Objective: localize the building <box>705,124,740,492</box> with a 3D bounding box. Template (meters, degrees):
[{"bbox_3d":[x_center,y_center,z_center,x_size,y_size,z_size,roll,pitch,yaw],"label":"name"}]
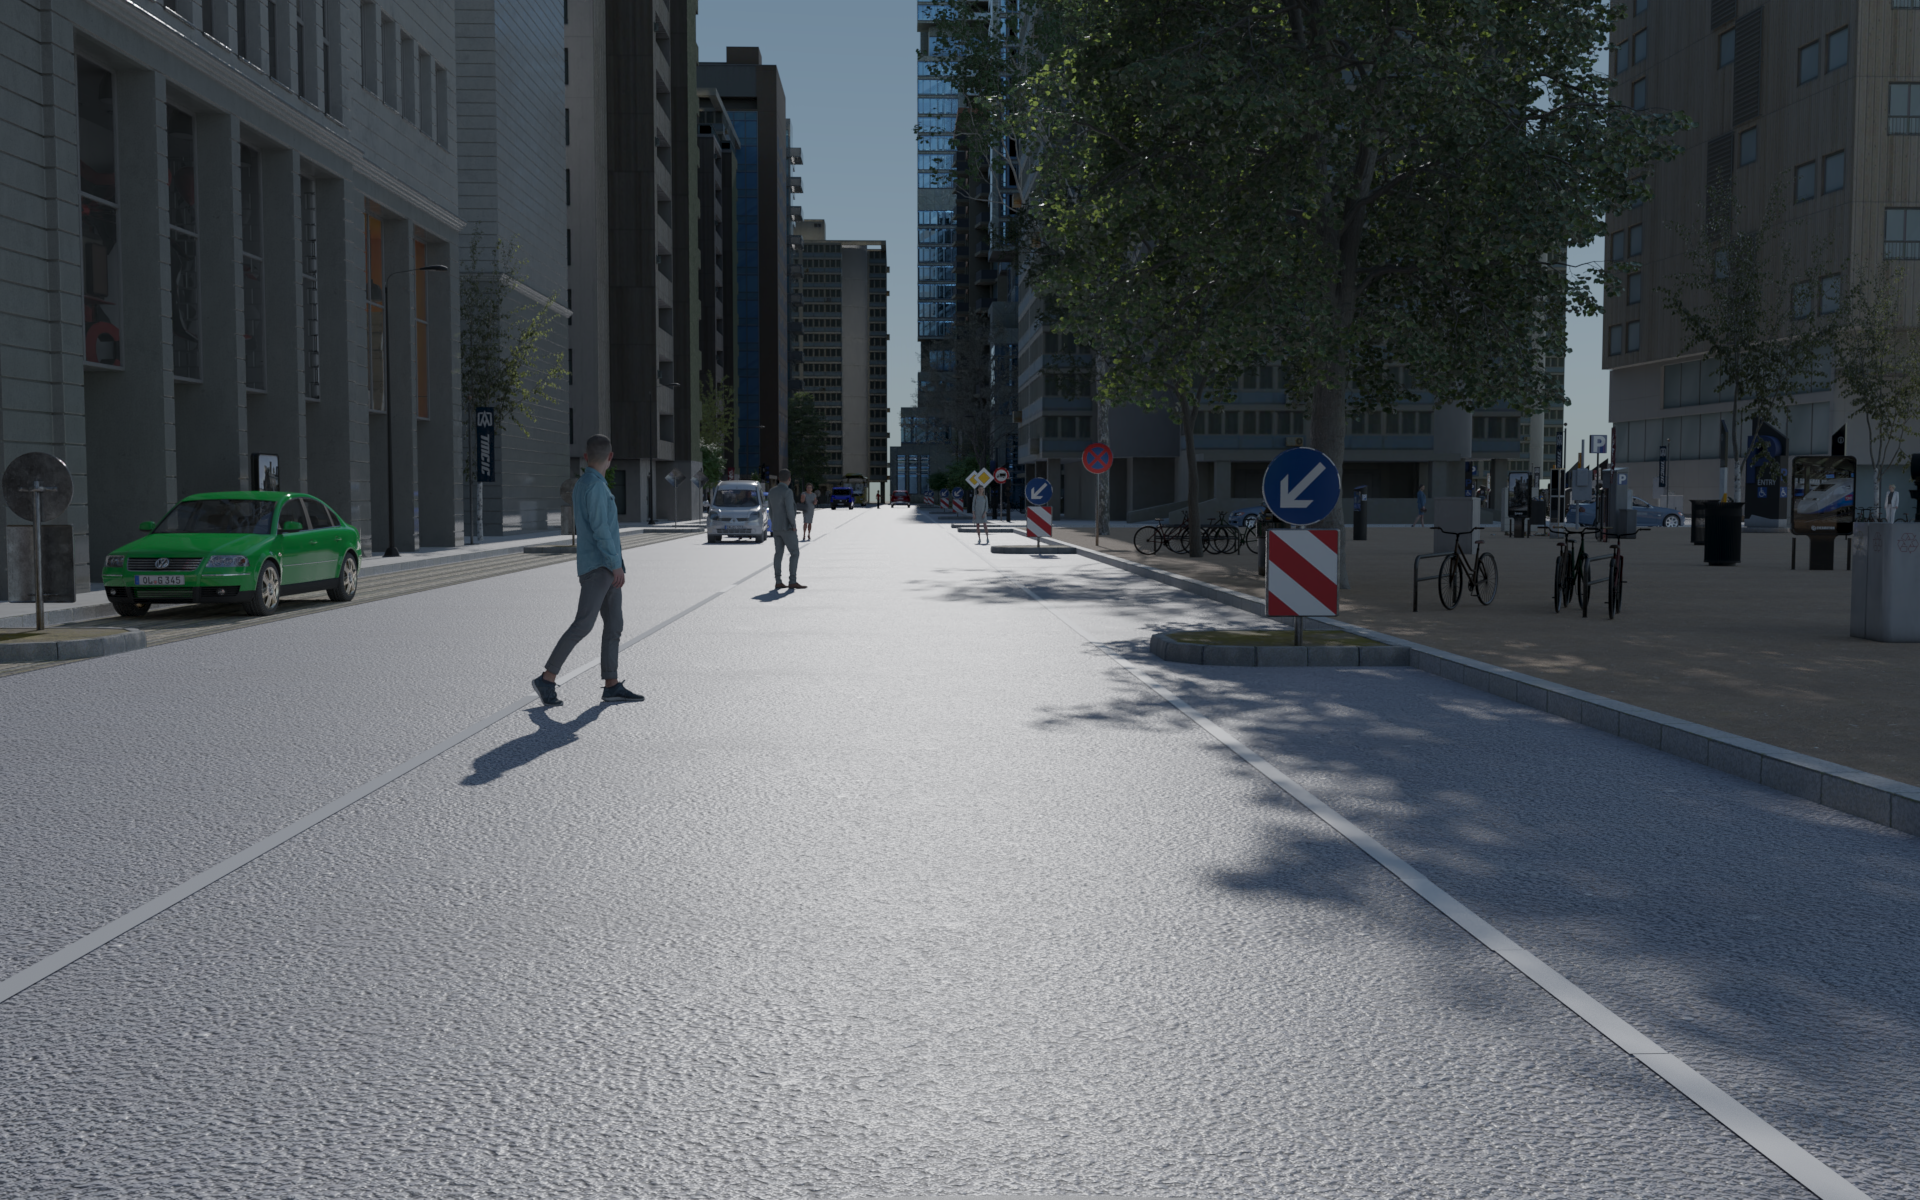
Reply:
[{"bbox_3d":[-24.971,-22.236,135.268,14.160,30.474,14.107,0,4,-2],"label":"building"}]

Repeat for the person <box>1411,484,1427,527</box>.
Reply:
[{"bbox_3d":[18.405,-3.718,69.318,0.654,1.822,0.581,1,4,14],"label":"person"}]

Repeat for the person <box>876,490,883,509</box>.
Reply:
[{"bbox_3d":[-7.921,-9.803,168.718,0.705,1.831,1.348,-2,4,-31],"label":"person"}]

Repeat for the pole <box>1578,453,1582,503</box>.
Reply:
[{"bbox_3d":[30.497,-5.590,85.235,0.158,3.312,0.155,0,3,0],"label":"pole"}]

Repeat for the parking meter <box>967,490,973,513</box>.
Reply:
[{"bbox_3d":[0.758,-7.564,132.075,0.372,1.533,0.369,0,3,0],"label":"parking meter"}]

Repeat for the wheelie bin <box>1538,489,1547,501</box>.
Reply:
[{"bbox_3d":[36.026,-6.102,107.674,0.693,1.594,0.980,-1,4,-18],"label":"wheelie bin"}]

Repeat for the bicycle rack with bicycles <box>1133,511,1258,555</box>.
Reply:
[{"bbox_3d":[5.233,-1.457,37.207,2.925,0.926,2.852,0,4,8],"label":"bicycle rack with bicycles"}]

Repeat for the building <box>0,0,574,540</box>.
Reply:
[{"bbox_3d":[-28.761,-17.070,56.579,29.804,29.767,11.434,0,4,-2],"label":"building"}]

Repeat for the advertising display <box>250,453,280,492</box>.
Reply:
[{"bbox_3d":[-10.939,-1.352,27.318,0.123,1.923,0.974,0,4,-3],"label":"advertising display"}]

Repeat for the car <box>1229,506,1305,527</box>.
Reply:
[{"bbox_3d":[13.028,-3.509,69.374,4.499,1.417,2.014,0,4,-1],"label":"car"}]

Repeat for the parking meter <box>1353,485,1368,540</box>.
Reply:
[{"bbox_3d":[11.099,-2.422,48.019,0.372,1.533,0.369,0,3,0],"label":"parking meter"}]

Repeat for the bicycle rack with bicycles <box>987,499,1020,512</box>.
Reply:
[{"bbox_3d":[3.600,-6.939,126.837,2.852,0.926,2.925,-3,5,-45],"label":"bicycle rack with bicycles"}]

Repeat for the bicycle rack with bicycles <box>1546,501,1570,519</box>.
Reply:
[{"bbox_3d":[30.129,-4.672,89.761,2.852,0.926,2.925,0,4,-7],"label":"bicycle rack with bicycles"}]

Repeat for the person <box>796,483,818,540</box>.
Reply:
[{"bbox_3d":[-4.813,-2.784,54.380,0.716,1.782,0.532,-2,4,-23],"label":"person"}]

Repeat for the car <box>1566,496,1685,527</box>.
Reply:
[{"bbox_3d":[26.610,-3.499,69.210,4.499,1.417,2.014,0,4,-1],"label":"car"}]

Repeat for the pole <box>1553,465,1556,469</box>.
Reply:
[{"bbox_3d":[41.735,-7.819,121.677,0.158,3.312,0.155,0,3,0],"label":"pole"}]

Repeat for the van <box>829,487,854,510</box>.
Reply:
[{"bbox_3d":[-10.739,-9.401,158.090,2.240,2.365,5.245,0,4,-1],"label":"van"}]

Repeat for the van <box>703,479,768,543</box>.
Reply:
[{"bbox_3d":[-6.681,-2.758,52.099,2.013,2.044,4.112,0,4,-4],"label":"van"}]

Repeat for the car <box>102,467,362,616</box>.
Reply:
[{"bbox_3d":[-8.954,-0.783,21.604,1.959,1.807,4.718,0,4,-1],"label":"car"}]

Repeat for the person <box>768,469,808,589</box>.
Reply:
[{"bbox_3d":[-2.660,-1.079,26.243,0.635,1.810,0.391,3,4,39],"label":"person"}]

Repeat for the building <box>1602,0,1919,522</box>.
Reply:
[{"bbox_3d":[51.497,-30.556,88.837,27.495,52.752,28.713,0,4,-2],"label":"building"}]

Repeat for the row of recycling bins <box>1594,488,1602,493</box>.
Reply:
[{"bbox_3d":[40.247,-6.098,106.818,3.534,1.692,1.069,2,4,25],"label":"row of recycling bins"}]

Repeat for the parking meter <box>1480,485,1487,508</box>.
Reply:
[{"bbox_3d":[34.077,-6.548,112.778,0.399,1.863,0.255,3,5,43],"label":"parking meter"}]

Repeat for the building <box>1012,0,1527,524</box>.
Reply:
[{"bbox_3d":[15.225,-24.257,88.486,23.993,40.220,32.217,0,4,-2],"label":"building"}]

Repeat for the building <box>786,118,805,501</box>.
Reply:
[{"bbox_3d":[-34.364,-36.074,209.424,30.456,49.044,23.786,0,4,-2],"label":"building"}]

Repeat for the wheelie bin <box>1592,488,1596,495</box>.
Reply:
[{"bbox_3d":[33.148,-5.101,91.301,0.980,1.594,0.693,-1,4,-12],"label":"wheelie bin"}]

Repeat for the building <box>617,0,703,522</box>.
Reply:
[{"bbox_3d":[-19.840,-18.858,80.034,14.160,30.474,14.107,0,4,-2],"label":"building"}]

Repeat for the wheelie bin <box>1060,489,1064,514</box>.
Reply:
[{"bbox_3d":[6.673,-6.414,112.769,0.980,1.594,0.693,3,5,44],"label":"wheelie bin"}]

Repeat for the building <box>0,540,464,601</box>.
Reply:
[{"bbox_3d":[-17.076,-15.256,26.920,11.434,29.767,29.804,0,4,-2],"label":"building"}]

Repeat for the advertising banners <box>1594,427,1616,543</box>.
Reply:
[{"bbox_3d":[17.166,-3.047,46.011,0.090,3.025,2.074,1,4,10],"label":"advertising banners"}]

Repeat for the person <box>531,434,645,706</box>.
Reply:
[{"bbox_3d":[-2.553,-0.215,11.882,0.748,1.841,0.638,0,4,-7],"label":"person"}]

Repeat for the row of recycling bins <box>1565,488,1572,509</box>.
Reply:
[{"bbox_3d":[41.017,-6.652,115.868,1.069,1.692,3.534,2,4,25],"label":"row of recycling bins"}]

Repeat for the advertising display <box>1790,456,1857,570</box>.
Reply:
[{"bbox_3d":[14.535,-1.466,29.178,0.974,1.923,0.123,1,4,17],"label":"advertising display"}]

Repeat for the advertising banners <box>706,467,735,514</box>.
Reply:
[{"bbox_3d":[-15.624,-7.145,113.010,2.074,3.025,0.090,1,4,17],"label":"advertising banners"}]

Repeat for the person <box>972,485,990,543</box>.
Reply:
[{"bbox_3d":[0.613,-2.546,51.134,0.512,1.701,0.522,0,4,-2],"label":"person"}]

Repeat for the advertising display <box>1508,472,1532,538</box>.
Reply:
[{"bbox_3d":[16.388,-2.783,50.711,0.123,1.923,0.974,-1,4,-18],"label":"advertising display"}]

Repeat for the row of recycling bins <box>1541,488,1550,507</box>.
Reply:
[{"bbox_3d":[42.269,-7.311,126.647,3.534,1.692,1.069,-3,5,-44],"label":"row of recycling bins"}]

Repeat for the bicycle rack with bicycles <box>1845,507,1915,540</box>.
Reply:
[{"bbox_3d":[25.796,-2.128,48.173,2.925,0.926,2.852,-2,4,-31],"label":"bicycle rack with bicycles"}]

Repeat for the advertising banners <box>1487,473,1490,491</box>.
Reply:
[{"bbox_3d":[43.683,-9.077,144.589,2.074,3.025,0.090,-3,4,-38],"label":"advertising banners"}]

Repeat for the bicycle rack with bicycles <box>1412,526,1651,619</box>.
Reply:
[{"bbox_3d":[6.348,-0.357,19.227,2.852,0.926,2.925,2,4,31],"label":"bicycle rack with bicycles"}]

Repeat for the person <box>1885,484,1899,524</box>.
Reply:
[{"bbox_3d":[38.882,-3.909,72.289,0.514,1.842,0.818,2,4,28],"label":"person"}]

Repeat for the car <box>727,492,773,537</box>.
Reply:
[{"bbox_3d":[-6.984,-3.036,59.227,1.945,1.707,3.694,0,4,0],"label":"car"}]

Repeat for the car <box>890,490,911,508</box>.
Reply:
[{"bbox_3d":[-6.180,-10.478,179.991,2.281,1.827,5.304,0,4,-2],"label":"car"}]

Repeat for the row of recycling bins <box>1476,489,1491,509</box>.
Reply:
[{"bbox_3d":[37.435,-7.270,125.983,3.534,1.692,1.069,1,4,22],"label":"row of recycling bins"}]

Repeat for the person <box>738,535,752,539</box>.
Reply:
[{"bbox_3d":[-6.791,-2.842,54.883,0.656,1.842,0.836,-2,4,-26],"label":"person"}]
